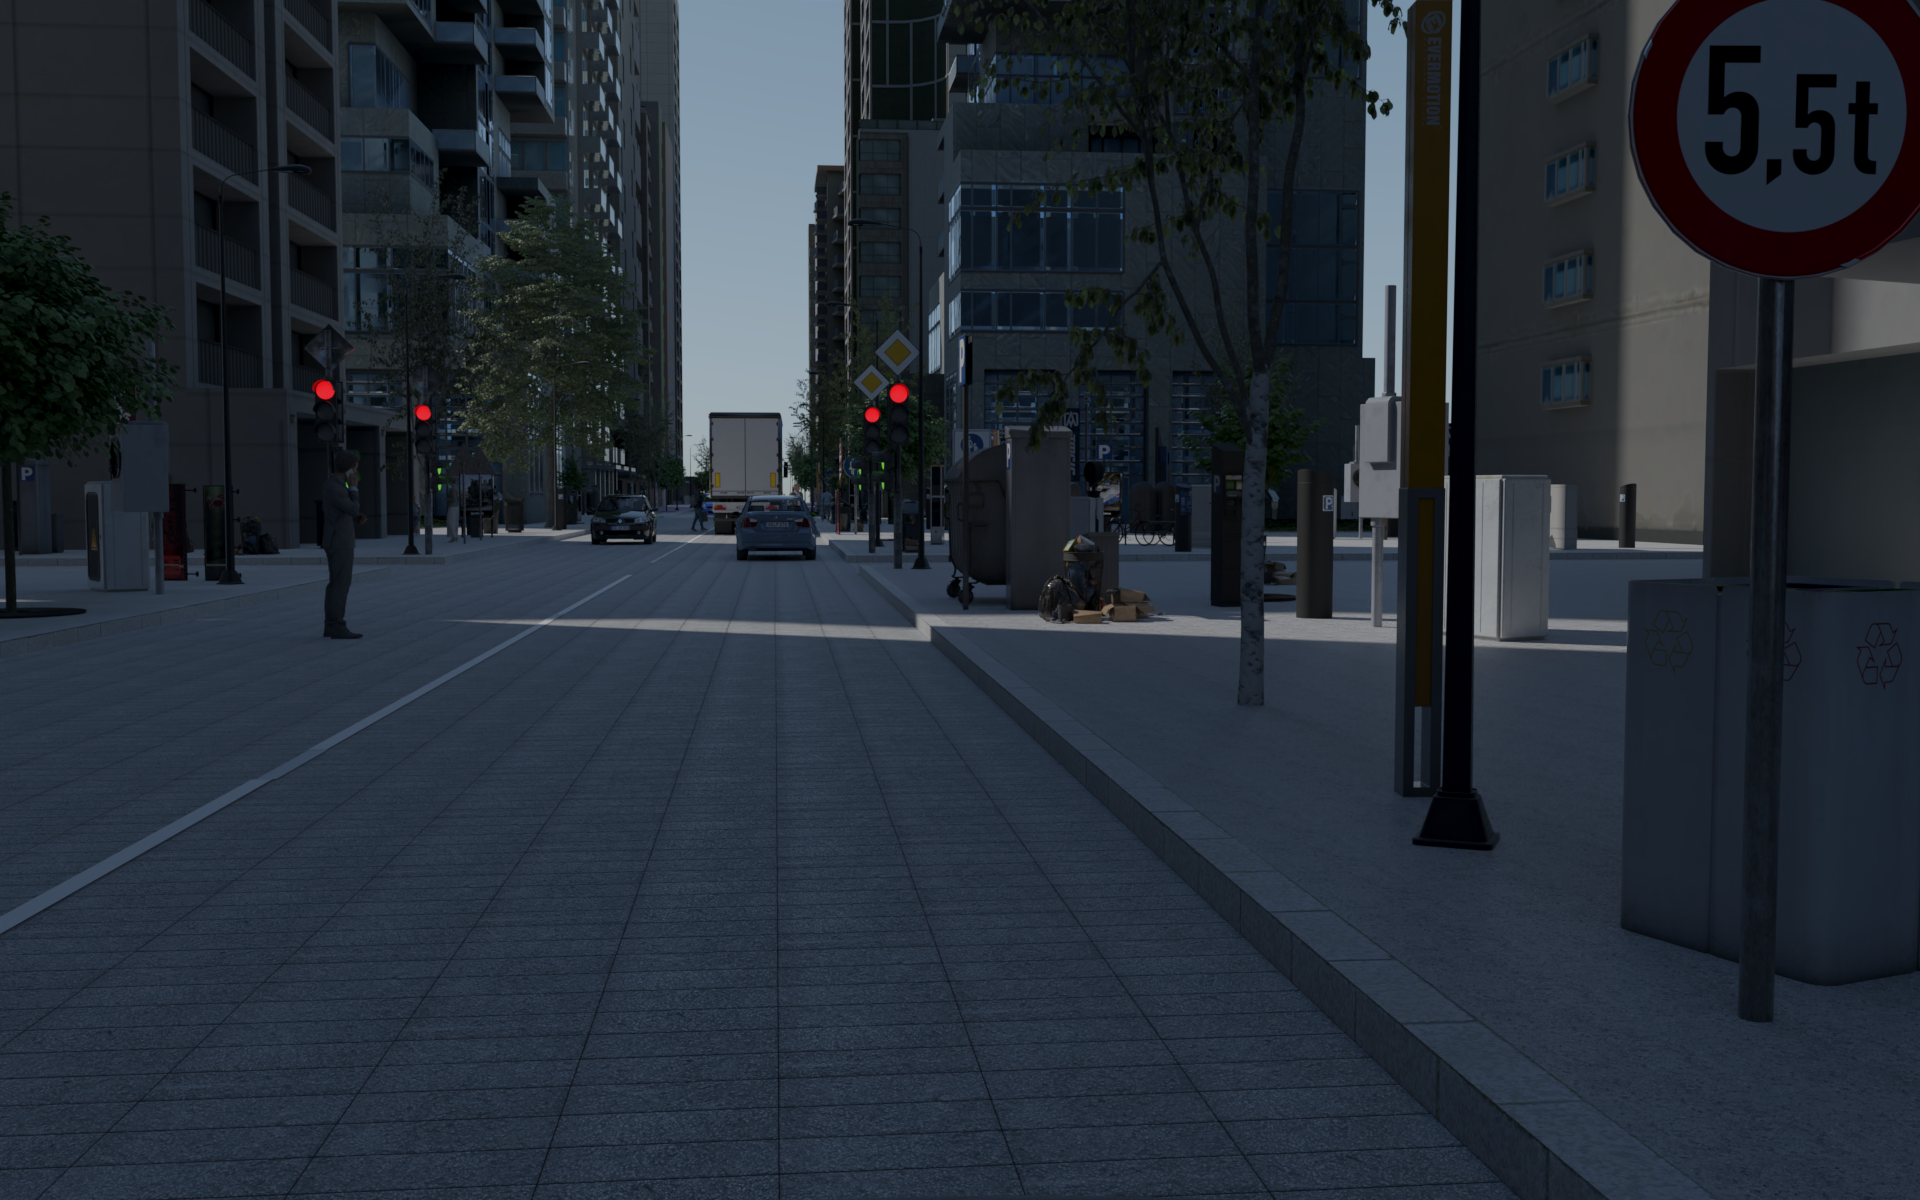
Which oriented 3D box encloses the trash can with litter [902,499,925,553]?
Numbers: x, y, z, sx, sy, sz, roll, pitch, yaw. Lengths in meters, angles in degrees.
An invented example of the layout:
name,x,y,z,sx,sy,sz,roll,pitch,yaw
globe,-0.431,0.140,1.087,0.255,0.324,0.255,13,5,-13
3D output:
name,x,y,z,sx,sy,sz,roll,pitch,yaw
trash can with litter,-1.015,-1.640,38.200,0.624,1.170,1.055,0,4,-8

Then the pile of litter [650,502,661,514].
name,x,y,z,sx,sy,sz,roll,pitch,yaw
pile of litter,-19.592,-5.898,110.392,1.176,0.858,1.719,0,4,4

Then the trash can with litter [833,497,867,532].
name,x,y,z,sx,sy,sz,roll,pitch,yaw
trash can with litter,-3.719,-2.923,59.181,1.055,1.170,0.624,0,4,-2

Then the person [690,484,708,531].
name,x,y,z,sx,sy,sz,roll,pitch,yaw
person,-9.995,-3.542,66.390,0.713,1.824,0.794,0,4,2

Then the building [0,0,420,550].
name,x,y,z,sx,sy,sz,roll,pitch,yaw
building,-26.805,-37.247,47.246,20.563,71.187,20.611,0,4,-6

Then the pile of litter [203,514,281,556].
name,x,y,z,sx,sy,sz,roll,pitch,yaw
pile of litter,-15.191,-1.387,36.648,1.719,0.858,1.176,-3,5,-41

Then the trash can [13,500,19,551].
name,x,y,z,sx,sy,sz,roll,pitch,yaw
trash can,-21.021,-1.669,38.948,0.748,1.137,0.748,0,3,0

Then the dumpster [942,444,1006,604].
name,x,y,z,sx,sy,sz,roll,pitch,yaw
dumpster,0.502,-0.915,20.714,1.264,1.857,1.865,0,4,-6

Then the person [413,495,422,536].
name,x,y,z,sx,sy,sz,roll,pitch,yaw
person,-16.547,-2.564,52.656,0.352,1.250,0.332,-1,4,-16

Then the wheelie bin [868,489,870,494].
name,x,y,z,sx,sy,sz,roll,pitch,yaw
wheelie bin,-5.560,-6.340,111.559,0.980,1.594,0.693,1,4,18

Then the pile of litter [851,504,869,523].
name,x,y,z,sx,sy,sz,roll,pitch,yaw
pile of litter,-4.568,-3.872,77.268,1.719,0.858,1.176,-3,5,-42

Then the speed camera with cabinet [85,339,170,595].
name,x,y,z,sx,sy,sz,roll,pitch,yaw
speed camera with cabinet,-10.895,-1.728,22.590,0.660,3.252,2.038,-3,4,-39

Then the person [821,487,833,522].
name,x,y,z,sx,sy,sz,roll,pitch,yaw
person,-6.162,-4.432,80.324,0.589,1.601,0.330,0,4,2

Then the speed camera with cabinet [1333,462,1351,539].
name,x,y,z,sx,sy,sz,roll,pitch,yaw
speed camera with cabinet,10.761,-3.383,49.645,2.038,3.252,0.660,0,4,-6

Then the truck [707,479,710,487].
name,x,y,z,sx,sy,sz,roll,pitch,yaw
truck,-21.243,-10.270,156.823,2.839,4.237,11.283,0,4,-5

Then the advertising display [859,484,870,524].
name,x,y,z,sx,sy,sz,roll,pitch,yaw
advertising display,-4.134,-4.213,74.096,0.123,1.923,0.974,1,4,15

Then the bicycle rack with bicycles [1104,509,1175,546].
name,x,y,z,sx,sy,sz,roll,pitch,yaw
bicycle rack with bicycles,5.393,-1.819,43.117,2.852,0.926,2.925,-3,5,-39

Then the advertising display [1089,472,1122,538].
name,x,y,z,sx,sy,sz,roll,pitch,yaw
advertising display,4.227,-2.765,50.428,0.974,1.923,0.123,1,4,22

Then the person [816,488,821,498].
name,x,y,z,sx,sy,sz,roll,pitch,yaw
person,-12.337,-8.955,152.420,0.705,1.831,1.348,-2,4,-29

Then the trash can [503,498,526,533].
name,x,y,z,sx,sy,sz,roll,pitch,yaw
trash can,-14.808,-2.808,57.563,0.748,1.137,0.748,0,3,0

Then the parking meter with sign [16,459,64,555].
name,x,y,z,sx,sy,sz,roll,pitch,yaw
parking meter with sign,-19.721,-2.488,36.941,0.543,3.016,1.738,0,4,-5

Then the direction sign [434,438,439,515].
name,x,y,z,sx,sy,sz,roll,pitch,yaw
direction sign,-21.163,-4.761,69.835,0.379,3.537,0.876,-2,4,-35

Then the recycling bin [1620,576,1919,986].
name,x,y,z,sx,sy,sz,roll,pitch,yaw
recycling bin,2.413,0.466,4.939,0.722,1.027,0.722,-2,4,-25

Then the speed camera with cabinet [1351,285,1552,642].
name,x,y,z,sx,sy,sz,roll,pitch,yaw
speed camera with cabinet,4.529,-1.322,15.950,0.660,3.252,2.038,-2,4,-24

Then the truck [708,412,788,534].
name,x,y,z,sx,sy,sz,roll,pitch,yaw
truck,-7.882,-4.644,64.842,2.839,4.237,11.283,0,4,-5

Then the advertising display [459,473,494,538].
name,x,y,z,sx,sy,sz,roll,pitch,yaw
advertising display,-14.223,-2.798,50.957,0.974,1.923,0.123,-1,4,-9

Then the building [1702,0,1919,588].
name,x,y,z,sx,sy,sz,roll,pitch,yaw
building,20.476,-25.519,6.483,28.713,52.752,27.495,0,4,-6

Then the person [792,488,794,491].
name,x,y,z,sx,sy,sz,roll,pitch,yaw
person,-7.706,-4.401,80.709,0.600,1.795,0.529,0,4,-8

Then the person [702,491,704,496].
name,x,y,z,sx,sy,sz,roll,pitch,yaw
person,-33.886,-13.614,228.648,0.705,1.823,1.348,-1,4,-19

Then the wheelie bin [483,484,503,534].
name,x,y,z,sx,sy,sz,roll,pitch,yaw
wheelie bin,-15.270,-2.945,56.058,0.980,1.594,0.693,-2,4,-33

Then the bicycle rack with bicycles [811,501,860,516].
name,x,y,z,sx,sy,sz,roll,pitch,yaw
bicycle rack with bicycles,-7.487,-5.374,101.239,2.925,0.926,2.852,3,4,36

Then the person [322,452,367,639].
name,x,y,z,sx,sy,sz,roll,pitch,yaw
person,-6.126,-0.548,17.266,0.447,1.846,0.655,-2,4,-33

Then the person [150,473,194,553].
name,x,y,z,sx,sy,sz,roll,pitch,yaw
person,-14.072,-1.359,30.821,0.767,1.812,0.694,3,4,39

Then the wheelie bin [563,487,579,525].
name,x,y,z,sx,sy,sz,roll,pitch,yaw
wheelie bin,-16.433,-3.959,72.633,0.980,1.594,0.693,3,4,38

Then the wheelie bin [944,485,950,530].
name,x,y,z,sx,sy,sz,roll,pitch,yaw
wheelie bin,-0.493,-3.272,61.400,0.693,1.594,0.980,0,4,-6

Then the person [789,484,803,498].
name,x,y,z,sx,sy,sz,roll,pitch,yaw
person,-5.315,-2.937,56.914,0.834,1.777,0.661,3,5,40

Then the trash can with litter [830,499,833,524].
name,x,y,z,sx,sy,sz,roll,pitch,yaw
trash can with litter,-5.367,-3.837,74.115,0.624,1.170,1.055,-1,4,-19

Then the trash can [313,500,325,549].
name,x,y,z,sx,sy,sz,roll,pitch,yaw
trash can,-14.856,-1.785,40.845,0.748,1.137,0.748,0,3,0

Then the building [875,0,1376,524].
name,x,y,z,sx,sy,sz,roll,pitch,yaw
building,7.486,-47.315,86.267,22.319,86.520,31.000,0,4,-6

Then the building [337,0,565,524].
name,x,y,z,sx,sy,sz,roll,pitch,yaw
building,-31.040,-47.220,84.712,22.319,86.520,31.000,0,4,-6

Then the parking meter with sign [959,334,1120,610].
name,x,y,z,sx,sy,sz,roll,pitch,yaw
parking meter with sign,0.883,-1.404,19.214,1.738,3.016,0.543,0,4,-7

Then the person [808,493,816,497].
name,x,y,z,sx,sy,sz,roll,pitch,yaw
person,-15.612,-10.793,183.213,0.721,1.736,1.217,3,5,43

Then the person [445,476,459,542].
name,x,y,z,sx,sy,sz,roll,pitch,yaw
person,-13.540,-2.419,46.144,0.362,1.759,0.519,0,4,-2

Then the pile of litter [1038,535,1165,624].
name,x,y,z,sx,sy,sz,roll,pitch,yaw
pile of litter,1.495,-0.234,17.793,1.719,0.858,1.176,-3,4,-37

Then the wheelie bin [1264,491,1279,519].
name,x,y,z,sx,sy,sz,roll,pitch,yaw
wheelie bin,12.741,-3.899,71.656,0.693,1.594,0.980,3,4,37

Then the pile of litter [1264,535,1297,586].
name,x,y,z,sx,sy,sz,roll,pitch,yaw
pile of litter,4.481,-0.683,25.126,1.176,0.858,1.719,1,4,22
